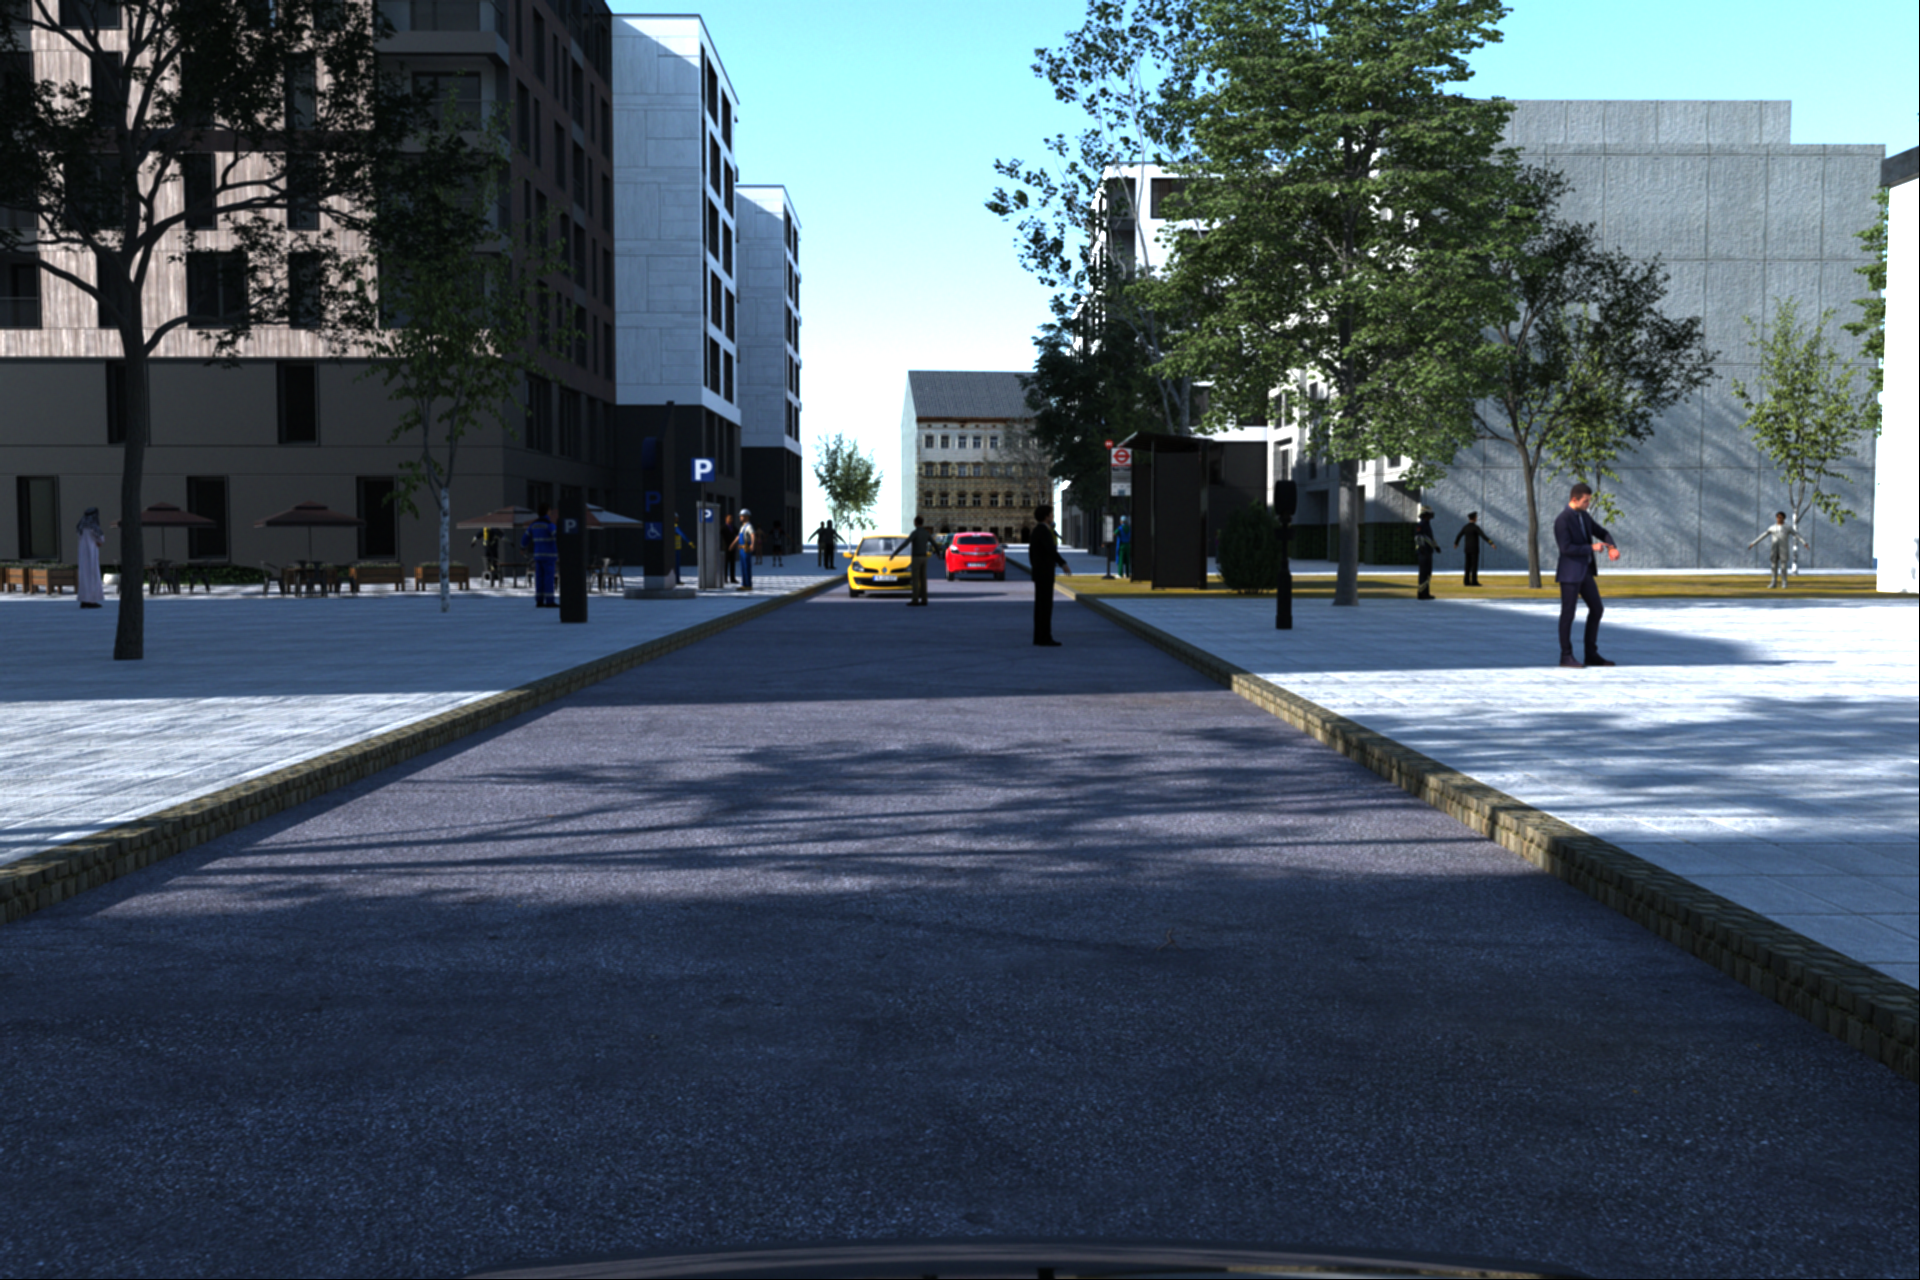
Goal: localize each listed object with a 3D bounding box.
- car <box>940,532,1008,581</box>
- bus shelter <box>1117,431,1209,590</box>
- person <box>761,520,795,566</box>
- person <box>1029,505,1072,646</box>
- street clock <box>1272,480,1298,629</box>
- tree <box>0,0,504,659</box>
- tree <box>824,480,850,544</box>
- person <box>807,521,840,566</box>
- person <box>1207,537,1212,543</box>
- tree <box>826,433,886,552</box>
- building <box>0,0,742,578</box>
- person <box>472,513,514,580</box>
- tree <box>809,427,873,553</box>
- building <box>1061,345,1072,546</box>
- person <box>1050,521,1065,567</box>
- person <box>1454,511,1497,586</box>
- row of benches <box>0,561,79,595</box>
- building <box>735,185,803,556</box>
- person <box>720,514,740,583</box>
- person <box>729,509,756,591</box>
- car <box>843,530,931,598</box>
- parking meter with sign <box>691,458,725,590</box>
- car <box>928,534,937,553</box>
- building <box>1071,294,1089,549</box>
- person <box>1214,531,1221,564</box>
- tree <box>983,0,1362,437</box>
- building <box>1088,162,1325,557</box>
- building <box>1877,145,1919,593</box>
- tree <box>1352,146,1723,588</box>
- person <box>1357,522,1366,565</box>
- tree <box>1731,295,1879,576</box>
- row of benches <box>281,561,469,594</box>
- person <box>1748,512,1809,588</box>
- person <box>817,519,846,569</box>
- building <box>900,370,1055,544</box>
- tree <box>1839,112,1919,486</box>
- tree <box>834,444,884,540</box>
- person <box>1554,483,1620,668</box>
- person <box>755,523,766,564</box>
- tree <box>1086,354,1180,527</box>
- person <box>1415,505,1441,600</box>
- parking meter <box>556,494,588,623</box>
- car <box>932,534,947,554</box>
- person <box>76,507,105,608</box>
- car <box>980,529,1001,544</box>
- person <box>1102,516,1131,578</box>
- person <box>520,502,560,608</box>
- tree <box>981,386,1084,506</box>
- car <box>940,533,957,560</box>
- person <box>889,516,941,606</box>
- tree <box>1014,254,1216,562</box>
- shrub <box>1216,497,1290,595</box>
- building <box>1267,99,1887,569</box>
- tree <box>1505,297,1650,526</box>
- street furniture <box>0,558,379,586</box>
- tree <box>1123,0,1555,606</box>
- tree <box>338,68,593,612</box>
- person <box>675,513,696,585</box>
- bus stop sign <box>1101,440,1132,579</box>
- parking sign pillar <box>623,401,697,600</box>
[{"bbox_3d":[0.455,-2.768,54.289,2.155,1.783,4.494,0,4,-1],"label":"car"},{"bbox_3d":[4.958,-3.146,42.716,1.731,3.624,6.357,0,4,1],"label":"bus shelter"},{"bbox_3d":[-7.254,-3.835,68.840,1.345,1.843,0.704,0,4,6],"label":"person"},{"bbox_3d":[1.107,-0.833,22.269,0.705,1.806,1.347,-1,4,-16],"label":"person"},{"bbox_3d":[4.378,-1.148,23.346,0.358,2.002,0.471,0,4,0],"label":"street clock"},{"bbox_3d":[-8.254,-5.091,17.659,7.601,10.594,8.767,-3,4,-39],"label":"tree"},{"bbox_3d":[-15.619,-17.151,230.774,4.360,8.622,3.978,0,3,0],"label":"tree"},{"bbox_3d":[-5.439,-3.820,68.732,1.348,1.796,0.705,-2,4,-24],"label":"person"},{"bbox_3d":[9.940,-4.000,72.121,1.216,1.740,0.721,-2,4,-27],"label":"person"},{"bbox_3d":[-7.835,-10.750,126.131,4.737,8.622,4.395,0,3,0],"label":"tree"},{"bbox_3d":[-24.118,-13.587,66.114,27.936,21.610,32.646,0,4,-1],"label":"building"},{"bbox_3d":[-13.104,-2.610,48.457,1.354,1.856,0.705,1,4,16],"label":"person"},{"bbox_3d":[-8.380,-10.336,119.360,4.737,8.622,4.395,0,3,0],"label":"tree"},{"bbox_3d":[25.678,-21.994,203.572,27.936,21.610,32.646,0,4,0],"label":"building"},{"bbox_3d":[3.732,-3.759,67.918,0.721,1.772,1.216,-2,4,-32],"label":"person"},{"bbox_3d":[12.635,-2.246,42.662,0.705,1.837,1.347,-2,4,-30],"label":"person"},{"bbox_3d":[-20.468,-1.383,38.073,4.104,0.672,1.422,3,5,44],"label":"row of benches"},{"bbox_3d":[-24.200,-15.618,99.321,27.936,21.610,32.646,0,4,-1],"label":"building"},{"bbox_3d":[-5.990,-2.376,45.073,1.346,1.802,0.704,-3,5,-42],"label":"person"},{"bbox_3d":[-4.879,-2.041,39.230,0.705,1.847,1.347,-2,4,-29],"label":"person"},{"bbox_3d":[-1.661,-1.834,40.213,2.015,1.641,3.980,0,3,0],"label":"car"},{"bbox_3d":[-5.847,-2.706,40.503,0.543,3.016,1.738,0,4,1],"label":"parking meter with sign"},{"bbox_3d":[-1.542,-7.389,130.604,2.009,1.686,4.222,0,3,0],"label":"car"},{"bbox_3d":[24.338,-19.585,164.181,27.936,21.610,32.646,0,4,0],"label":"building"},{"bbox_3d":[11.124,-3.978,74.312,0.599,1.433,0.991,0,4,-6],"label":"person"},{"bbox_3d":[6.958,-12.401,58.637,12.611,20.169,13.585,0,3,0],"label":"tree"},{"bbox_3d":[22.036,-16.371,111.637,27.936,21.610,32.646,0,3,0],"label":"building"},{"bbox_3d":[25.291,-5.075,25.129,9.099,9.664,28.070,0,4,0],"label":"building"},{"bbox_3d":[13.682,-6.528,41.150,8.767,10.594,7.601,0,4,0],"label":"tree"},{"bbox_3d":[16.088,-3.969,70.664,1.354,1.858,0.705,-3,5,-44],"label":"person"},{"bbox_3d":[25.707,-6.277,52.986,4.737,8.622,4.395,0,3,0],"label":"tree"},{"bbox_3d":[-12.921,-1.419,38.657,4.104,0.672,1.422,-2,4,-31],"label":"row of benches"},{"bbox_3d":[19.407,-2.130,41.019,1.347,1.806,0.705,3,5,40],"label":"person"},{"bbox_3d":[-4.736,-3.493,63.233,1.348,1.813,0.705,3,4,36],"label":"person"},{"bbox_3d":[2.031,-24.361,231.688,18.063,23.208,19.493,0,4,-8],"label":"building"},{"bbox_3d":[26.040,-7.673,43.582,7.486,12.596,7.792,0,3,0],"label":"tree"},{"bbox_3d":[-7.939,-11.544,139.104,4.737,8.622,4.395,0,3,0],"label":"tree"},{"bbox_3d":[6.052,-0.620,16.631,0.683,1.767,0.568,-3,5,-40],"label":"person"},{"bbox_3d":[-8.576,-4.059,73.175,0.721,1.733,1.217,2,4,34],"label":"person"},{"bbox_3d":[7.059,-7.414,71.581,4.737,8.622,4.395,0,3,0],"label":"tree"},{"bbox_3d":[9.147,-1.717,33.938,0.704,1.845,1.351,2,4,29],"label":"person"},{"bbox_3d":[-5.623,-1.185,25.084,0.399,1.863,0.255,0,4,0],"label":"parking meter"},{"bbox_3d":[-1.138,-7.056,125.582,2.015,1.641,3.980,0,4,0],"label":"car"},{"bbox_3d":[-15.065,-1.427,30.040,0.551,1.740,0.621,2,4,24],"label":"person"},{"bbox_3d":[0.887,-4.264,79.500,2.009,1.686,4.222,0,4,-1],"label":"car"},{"bbox_3d":[4.793,-2.735,50.844,1.347,1.817,0.704,-2,4,-27],"label":"person"},{"bbox_3d":[-7.227,-1.485,30.253,1.345,1.831,0.704,2,4,31],"label":"person"},{"bbox_3d":[6.820,-14.060,140.243,12.009,13.543,11.850,0,3,0],"label":"tree"},{"bbox_3d":[-0.139,-5.511,98.901,1.959,1.807,4.718,0,4,-1],"label":"car"},{"bbox_3d":[-0.838,-1.584,34.630,1.348,1.796,0.705,-3,5,-43],"label":"person"},{"bbox_3d":[7.377,-10.656,80.877,9.857,13.997,8.962,0,3,0],"label":"tree"},{"bbox_3d":[6.234,-2.011,36.929,1.661,2.075,1.752,0,3,0],"label":"shrub"},{"bbox_3d":[25.376,-13.017,79.282,16.747,18.905,31.486,0,4,0],"label":"building"},{"bbox_3d":[19.137,-6.275,52.954,4.737,8.622,4.395,0,3,0],"label":"tree"},{"bbox_3d":[-20.388,-1.842,45.744,10.072,0.657,5.734,1,4,15],"label":"street furniture"},{"bbox_3d":[6.824,-6.914,31.173,7.486,12.596,7.792,0,3,0],"label":"tree"},{"bbox_3d":[-8.374,-4.774,28.423,4.737,8.622,4.395,0,3,0],"label":"tree"},{"bbox_3d":[-7.191,-2.305,43.658,1.349,1.833,0.705,3,5,40],"label":"person"},{"bbox_3d":[4.430,-3.688,48.995,0.855,3.939,0.416,0,4,-1],"label":"bus stop sign"},{"bbox_3d":[-5.989,-2.814,34.476,1.447,3.967,1.447,0,4,1],"label":"parking sign pillar"}]
